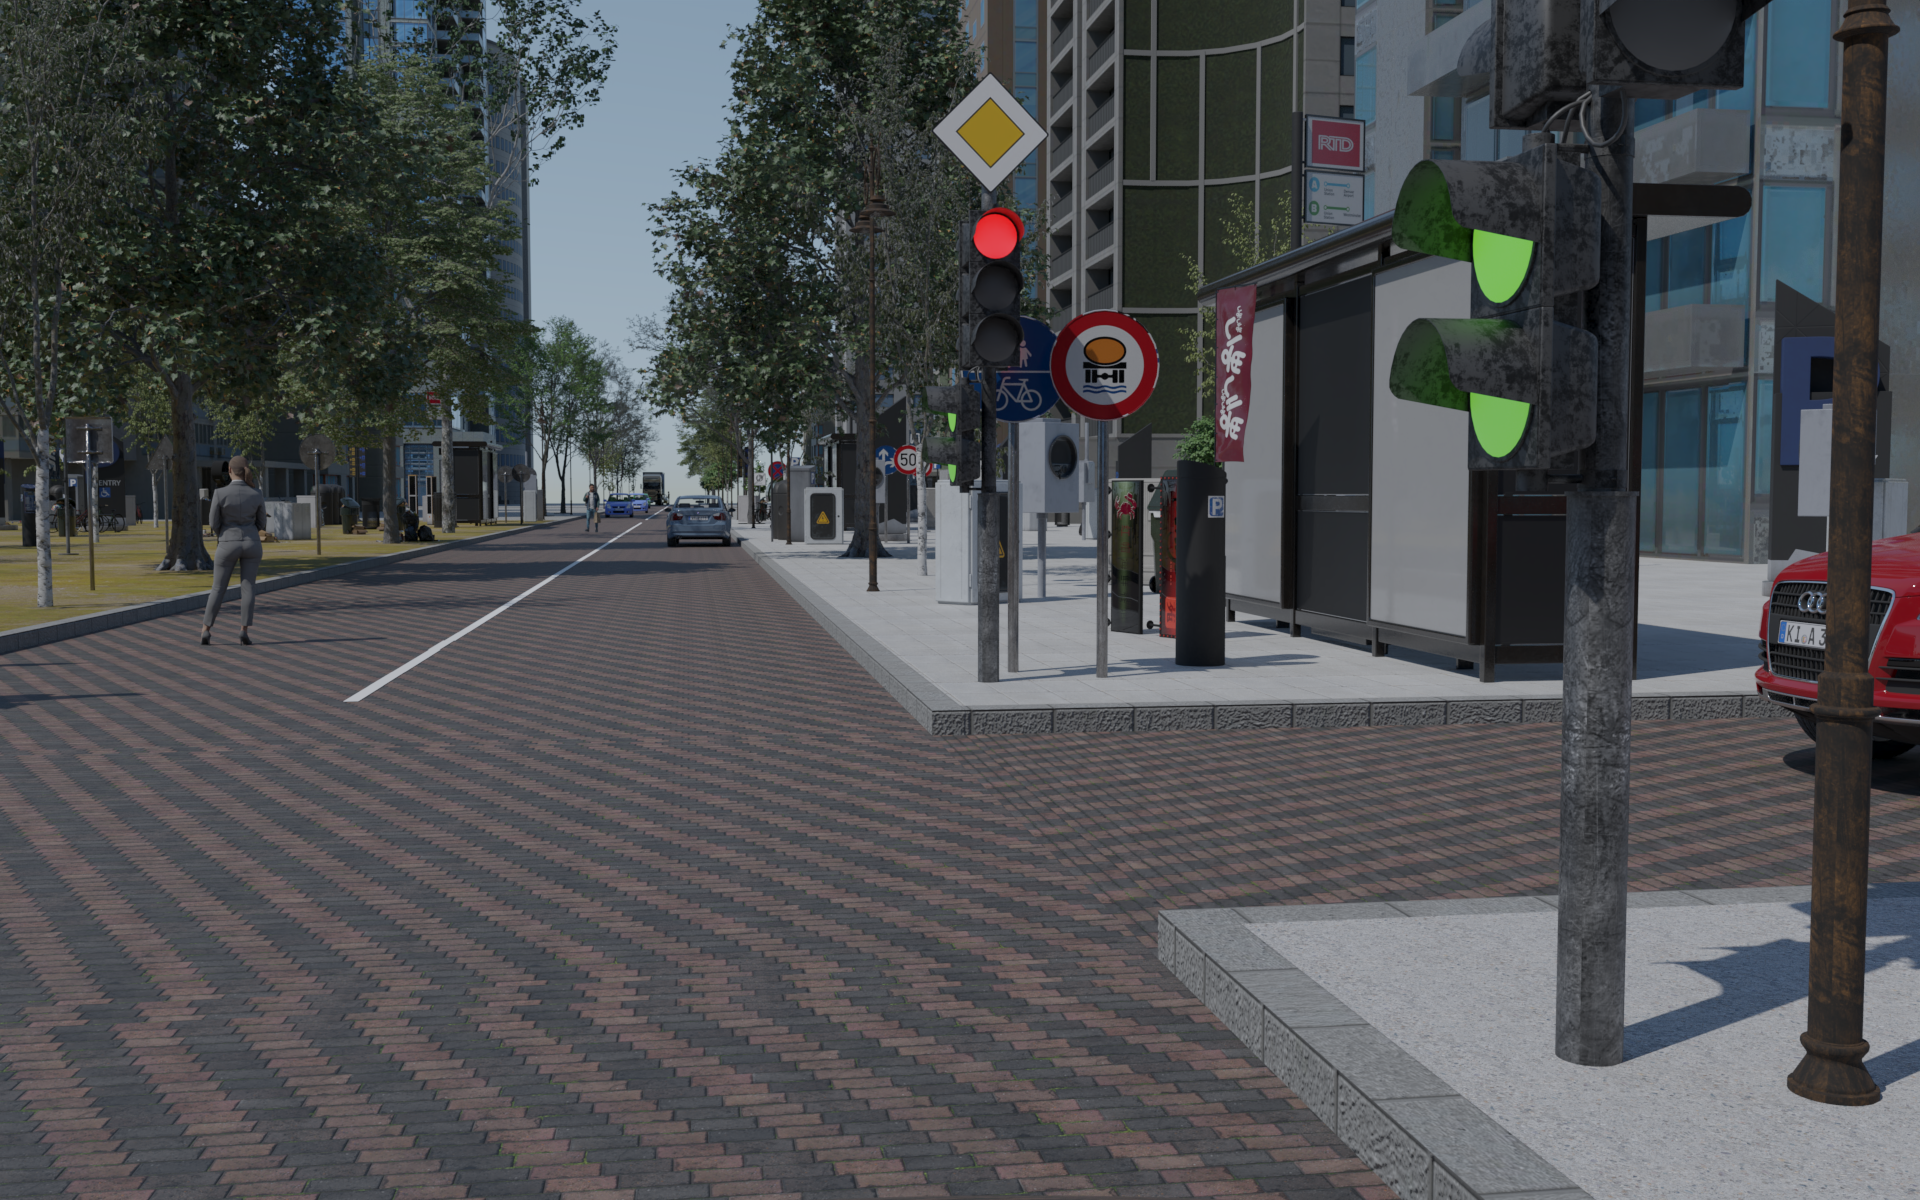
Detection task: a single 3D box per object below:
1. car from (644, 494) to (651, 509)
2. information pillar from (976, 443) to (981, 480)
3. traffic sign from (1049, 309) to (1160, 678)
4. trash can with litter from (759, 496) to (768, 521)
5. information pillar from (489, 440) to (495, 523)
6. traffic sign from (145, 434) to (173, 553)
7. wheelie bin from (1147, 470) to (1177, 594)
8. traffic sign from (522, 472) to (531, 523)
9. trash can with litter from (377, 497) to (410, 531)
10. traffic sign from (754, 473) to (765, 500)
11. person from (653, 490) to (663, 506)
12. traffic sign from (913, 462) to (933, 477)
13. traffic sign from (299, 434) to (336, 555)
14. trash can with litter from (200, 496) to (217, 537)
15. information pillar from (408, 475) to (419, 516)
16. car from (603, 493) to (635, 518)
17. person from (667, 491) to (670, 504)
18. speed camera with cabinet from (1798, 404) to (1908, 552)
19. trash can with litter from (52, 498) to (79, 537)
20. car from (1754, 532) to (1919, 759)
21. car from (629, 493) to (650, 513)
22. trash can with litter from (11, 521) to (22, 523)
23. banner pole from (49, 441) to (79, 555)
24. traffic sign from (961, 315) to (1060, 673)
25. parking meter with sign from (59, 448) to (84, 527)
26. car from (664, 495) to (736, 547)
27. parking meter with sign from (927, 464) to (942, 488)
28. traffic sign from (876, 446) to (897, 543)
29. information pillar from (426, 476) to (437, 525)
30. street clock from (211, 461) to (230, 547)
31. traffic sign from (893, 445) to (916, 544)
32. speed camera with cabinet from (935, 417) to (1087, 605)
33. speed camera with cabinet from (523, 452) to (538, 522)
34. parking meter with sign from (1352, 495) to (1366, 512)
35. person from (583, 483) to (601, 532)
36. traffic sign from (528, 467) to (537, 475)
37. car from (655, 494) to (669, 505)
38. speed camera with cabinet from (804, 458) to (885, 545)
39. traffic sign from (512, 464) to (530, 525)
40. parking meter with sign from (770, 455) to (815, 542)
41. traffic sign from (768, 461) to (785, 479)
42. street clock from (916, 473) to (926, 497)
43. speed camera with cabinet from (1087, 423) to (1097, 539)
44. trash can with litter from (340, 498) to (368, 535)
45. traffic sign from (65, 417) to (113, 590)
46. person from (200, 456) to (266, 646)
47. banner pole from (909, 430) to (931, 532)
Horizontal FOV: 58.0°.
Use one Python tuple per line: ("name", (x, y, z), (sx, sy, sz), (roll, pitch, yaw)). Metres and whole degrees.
("car", (-31.314, -9.867, 170.126), (1.959, 1.807, 4.718), (-1, 4, -11))
("information pillar", (0.449, -3.149, 42.840), (0.504, 3.616, 0.183), (2, 4, 31))
("traffic sign", (0.993, -0.730, 12.037), (0.768, 2.556, 0.104), (0, 4, -5))
("trash can with litter", (-9.618, -4.314, 81.915), (1.055, 1.170, 0.624), (0, 4, -8))
("information pillar", (-20.567, -5.172, 75.915), (0.183, 3.616, 0.504), (-2, 4, -29))
("traffic sign", (-17.141, -2.287, 37.391), (0.884, 2.594, 0.081), (0, 4, 0))
("wheelie bin", (2.847, -0.880, 22.295), (0.693, 1.594, 0.980), (-3, 5, -39))
("traffic sign", (-19.443, -4.697, 76.909), (0.768, 2.556, 0.104), (0, 4, 0))
("trash can with litter", (-19.608, -2.965, 59.869), (0.624, 1.170, 1.055), (2, 4, 27))
("traffic sign", (-9.730, -5.016, 84.145), (0.606, 2.300, 0.079), (0, 4, 1))
("person", (-36.125, -12.197, 207.544), (1.348, 1.869, 0.705), (-2, 4, -34))
("traffic sign", (-1.216, -3.294, 53.970), (0.768, 2.556, 0.104), (0, 4, -3))
("traffic sign", (-13.519, -2.223, 36.454), (0.768, 2.556, 0.104), (0, 4, 0))
("trash can with litter", (-22.820, -2.485, 51.689), (1.678, 1.210, 2.233), (1, 4, 10))
("information pillar", (-21.139, -3.823, 66.993), (0.304, 2.012, 0.304), (0, 4, -5))
("car", (-20.911, -5.917, 106.327), (1.945, 1.707, 3.694), (-1, 4, -10))
("person", (-40.697, -14.267, 241.770), (0.705, 1.823, 1.348), (-1, 4, -19))
("speed camera with cabinet", (9.500, -1.471, 18.388), (0.660, 3.252, 2.038), (3, 5, 42))
("trash can with litter", (-26.840, -2.484, 51.995), (0.624, 1.170, 1.055), (-1, 4, -19))
("car", (6.736, -0.014, 8.908), (5.304, 1.827, 2.281), (-1, 4, -10))
("car", (-24.276, -7.368, 130.064), (1.945, 1.707, 3.694), (-1, 4, -10))
("trash can with litter", (-40.860, -3.992, 76.330), (1.678, 1.210, 2.233), (-1, 4, -19))
("banner pole", (-18.870, -2.825, 36.208), (0.401, 3.779, 0.863), (1, 4, 15))
("traffic sign", (0.384, -0.752, 12.402), (0.768, 2.556, 0.104), (0, 4, -3))
("parking meter with sign", (-34.059, -4.325, 66.979), (0.543, 3.016, 1.738), (0, 4, 7))
("car", (-7.304, -2.240, 48.624), (2.014, 1.417, 4.499), (0, 4, -7))
("parking meter with sign", (-1.712, -5.213, 81.493), (1.738, 3.016, 0.543), (-3, 4, -38))
("traffic sign", (-1.947, -2.777, 45.513), (0.768, 2.556, 0.104), (-1, 4, -9))
("information pillar", (-21.931, -4.124, 71.911), (0.304, 2.012, 0.304), (2, 4, 26))
("street clock", (-16.052, -2.024, 37.658), (0.358, 2.002, 0.471), (0, 4, -1))
("traffic sign", (-1.334, -2.734, 44.799), (0.768, 2.556, 0.104), (0, 4, -2))
("speed camera with cabinet", (0.591, -1.614, 20.722), (0.660, 3.252, 2.038), (3, 5, 42))
("speed camera with cabinet", (-19.811, -5.234, 79.907), (0.660, 3.252, 2.038), (-1, 4, -12))
("parking meter with sign", (8.504, -2.542, 37.815), (1.738, 3.016, 0.543), (0, 4, -5))
("person", (-13.617, -3.413, 64.289), (0.794, 1.824, 0.713), (1, 4, 15))
("traffic sign", (-20.497, -5.031, 82.355), (0.768, 2.556, 0.104), (0, 4, -8))
("car", (-40.022, -13.586, 232.353), (2.015, 1.641, 3.980), (0, 4, -7))
("speed camera with cabinet", (-2.941, -3.045, 44.116), (2.038, 3.252, 0.660), (0, 4, -6))
("traffic sign", (-18.450, -4.444, 72.770), (0.768, 2.556, 0.104), (0, 4, 1))
("parking meter with sign", (-4.238, -3.055, 46.204), (1.738, 3.016, 0.543), (1, 4, 14))
("traffic sign", (-7.010, -4.072, 66.683), (0.768, 2.556, 0.104), (0, 4, -6))
("street clock", (-1.197, -2.991, 53.470), (0.358, 2.002, 0.471), (-1, 4, -13))
("speed camera with cabinet", (3.715, -3.330, 48.775), (0.660, 3.252, 2.038), (2, 4, 31))
("trash can with litter", (-19.182, -2.665, 54.966), (1.055, 1.170, 0.624), (3, 4, 36))
("traffic sign", (-11.537, -1.275, 22.975), (0.606, 2.300, 0.079), (0, 4, -1))
("person", (-6.909, -0.469, 16.446), (0.573, 1.790, 0.520), (3, 5, 41))
("banner pole", (-1.393, -4.228, 59.137), (0.863, 3.779, 0.401), (2, 4, 30))
